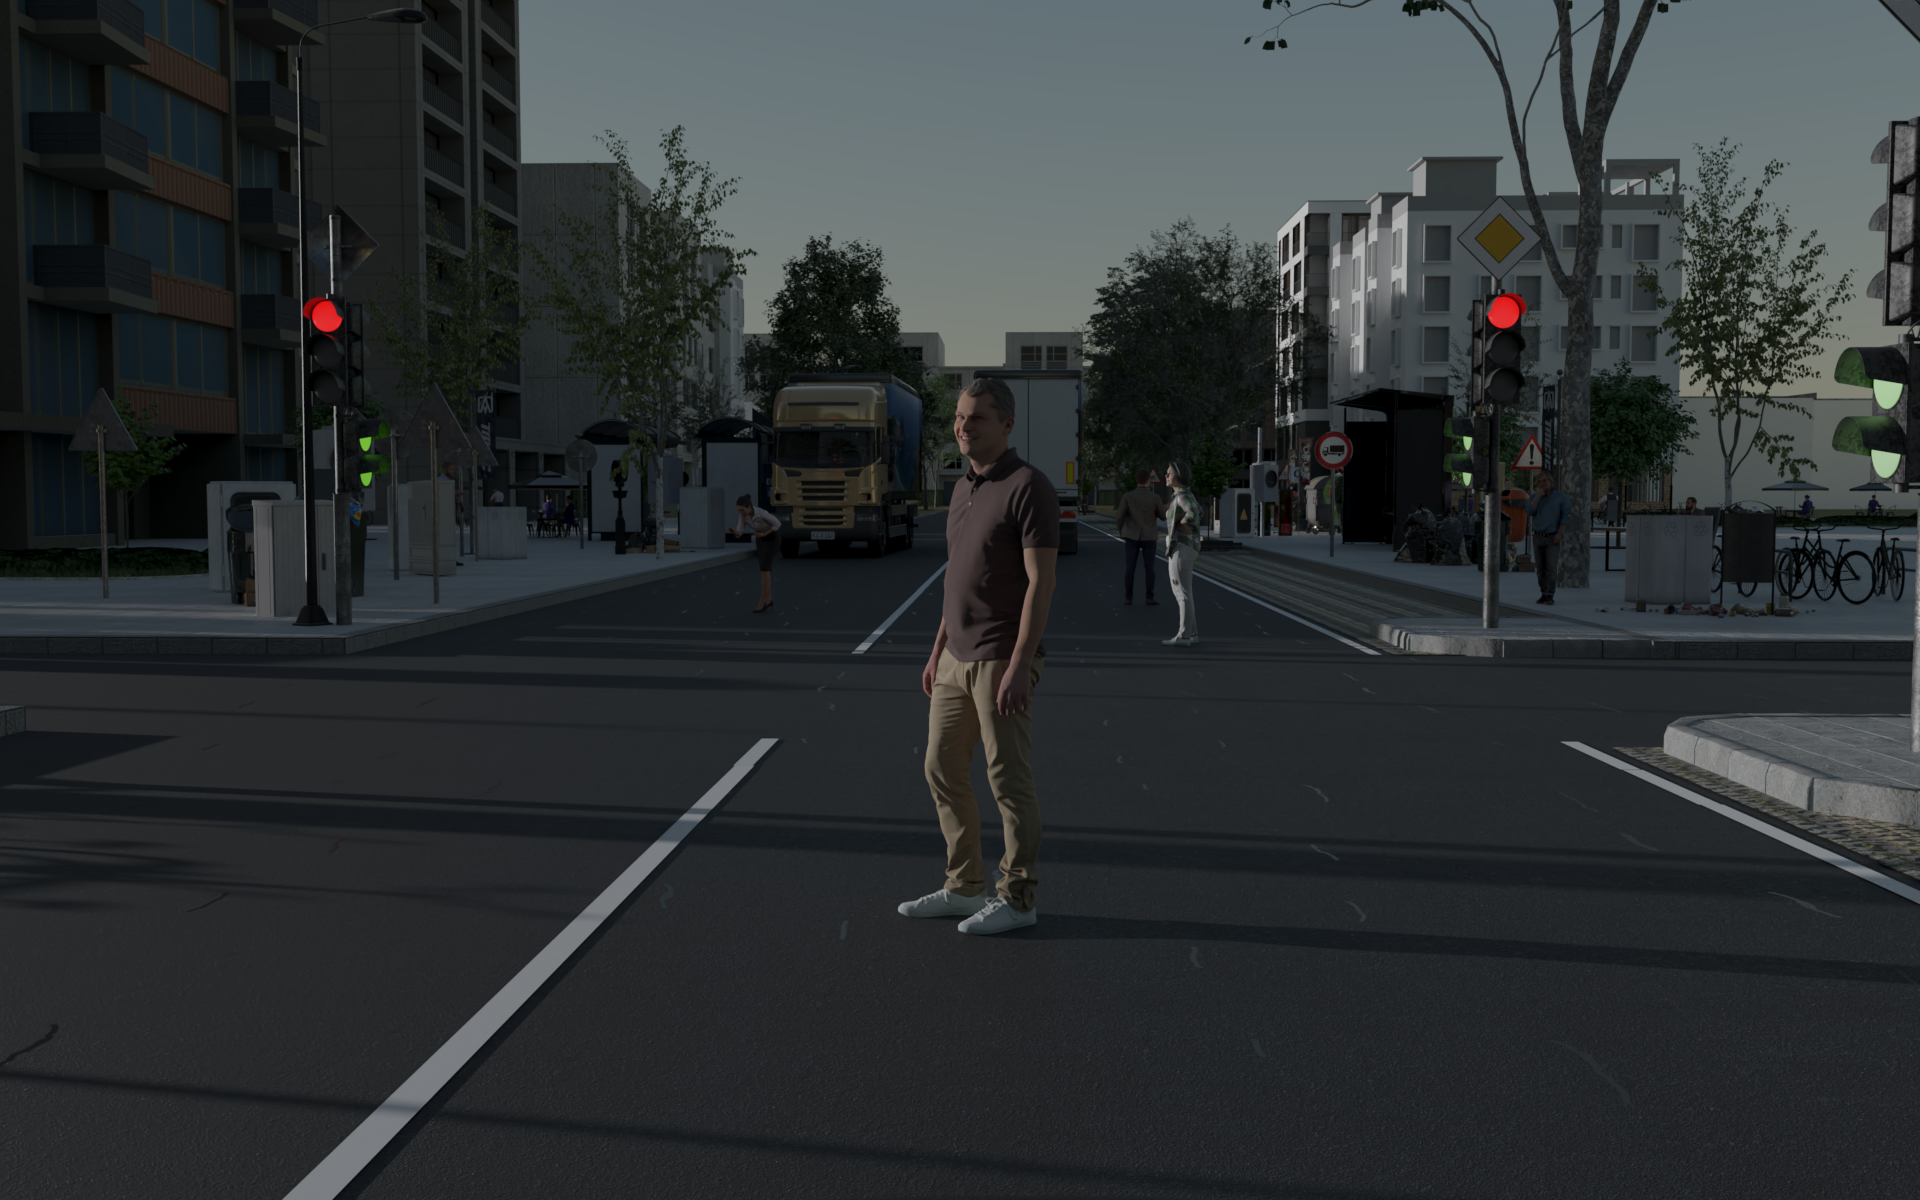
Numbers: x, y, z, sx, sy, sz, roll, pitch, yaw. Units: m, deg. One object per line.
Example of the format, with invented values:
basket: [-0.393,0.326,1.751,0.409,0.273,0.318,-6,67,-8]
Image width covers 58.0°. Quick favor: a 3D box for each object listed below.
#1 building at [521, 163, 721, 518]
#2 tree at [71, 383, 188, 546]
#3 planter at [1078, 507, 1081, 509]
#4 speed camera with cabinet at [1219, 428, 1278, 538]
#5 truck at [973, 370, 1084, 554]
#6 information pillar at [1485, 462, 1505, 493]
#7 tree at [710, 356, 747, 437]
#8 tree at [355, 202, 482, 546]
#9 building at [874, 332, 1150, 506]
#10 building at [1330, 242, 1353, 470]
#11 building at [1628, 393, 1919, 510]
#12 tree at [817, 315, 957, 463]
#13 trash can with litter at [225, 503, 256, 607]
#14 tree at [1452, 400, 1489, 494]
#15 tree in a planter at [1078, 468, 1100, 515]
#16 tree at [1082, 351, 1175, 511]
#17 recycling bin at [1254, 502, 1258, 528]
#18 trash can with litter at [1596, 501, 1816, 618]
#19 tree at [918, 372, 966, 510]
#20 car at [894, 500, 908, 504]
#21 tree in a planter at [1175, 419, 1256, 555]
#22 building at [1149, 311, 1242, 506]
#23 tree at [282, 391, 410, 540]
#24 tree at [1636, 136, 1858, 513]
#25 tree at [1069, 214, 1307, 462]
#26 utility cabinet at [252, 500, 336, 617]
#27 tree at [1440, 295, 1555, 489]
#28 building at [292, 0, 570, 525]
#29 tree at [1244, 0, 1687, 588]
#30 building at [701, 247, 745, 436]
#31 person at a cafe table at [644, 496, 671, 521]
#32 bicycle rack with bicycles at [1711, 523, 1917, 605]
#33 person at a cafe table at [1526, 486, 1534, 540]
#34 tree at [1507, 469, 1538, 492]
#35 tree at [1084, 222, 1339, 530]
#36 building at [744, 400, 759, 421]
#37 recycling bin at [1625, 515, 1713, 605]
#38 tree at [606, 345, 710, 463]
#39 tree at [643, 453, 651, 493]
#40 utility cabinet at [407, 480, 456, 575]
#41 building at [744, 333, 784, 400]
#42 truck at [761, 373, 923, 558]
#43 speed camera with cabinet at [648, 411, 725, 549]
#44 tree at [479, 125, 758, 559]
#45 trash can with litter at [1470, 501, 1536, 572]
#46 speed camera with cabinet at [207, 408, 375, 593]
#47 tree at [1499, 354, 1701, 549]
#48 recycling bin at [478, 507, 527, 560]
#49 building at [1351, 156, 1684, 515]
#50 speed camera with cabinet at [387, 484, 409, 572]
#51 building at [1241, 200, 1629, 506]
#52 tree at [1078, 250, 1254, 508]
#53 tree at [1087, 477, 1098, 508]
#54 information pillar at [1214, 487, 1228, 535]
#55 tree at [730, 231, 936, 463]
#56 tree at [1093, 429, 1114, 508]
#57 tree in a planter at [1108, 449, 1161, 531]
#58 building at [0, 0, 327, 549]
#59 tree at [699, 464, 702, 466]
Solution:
building: [-26.048,-14.817,108.711,16.747,18.905,31.486,0,4,2]
tree: [-14.724,-2.185,30.323,1.663,3.219,1.824,0,3,0]
planter: [9.489,-7.667,146.497,1.991,0.319,1.994,0,4,2]
speed camera with cabinet: [8.541,-3.473,51.115,2.038,3.252,0.660,-3,5,-41]
truck: [1.823,-3.408,44.640,2.839,4.237,11.283,0,4,3]
information pillar: [12.287,-2.161,39.819,0.304,2.012,0.304,-2,4,-34]
tree: [-12.557,-8.366,87.149,4.360,8.622,3.978,0,3,0]
tree: [-12.259,-5.634,42.471,4.737,8.622,4.395,0,3,0]
building: [5.230,-20.245,197.465,31.486,18.905,16.747,0,4,2]
building: [32.884,-15.769,114.236,16.016,20.091,11.380,0,4,2]
building: [70.745,-12.572,147.705,28.070,9.664,9.099,0,4,2]
tree: [-4.957,-9.343,87.167,8.767,10.594,7.601,0,4,7]
trash can with litter: [-8.149,-0.536,20.151,0.624,1.170,1.055,-2,4,-35]
tree: [17.229,-4.523,57.665,4.285,4.588,4.351,0,3,0]
tree in a planter: [8.561,-7.444,118.926,1.991,3.239,1.994,0,4,2]
tree: [12.247,-13.333,135.001,9.611,12.733,9.660,0,3,0]
recycling bin: [11.032,-3.234,65.425,0.722,1.027,0.722,-1,4,-16]
trash can with litter: [8.055,-0.465,18.659,2.233,1.210,1.678,1,4,21]
tree: [-2.852,-12.960,137.644,9.928,11.665,9.643,0,3,0]
car: [-2.572,-3.024,59.027,1.945,1.707,3.694,0,4,3]
tree in a planter: [5.947,-2.697,41.324,1.991,3.239,1.994,0,4,2]
building: [37.728,-21.906,202.139,32.646,21.610,27.936,0,4,2]
tree: [-17.082,-3.939,48.115,4.285,4.588,4.351,0,3,0]
tree: [16.002,-5.222,35.740,4.737,8.622,4.395,0,3,0]
tree: [9.968,-10.189,76.957,12.009,13.543,11.850,0,3,0]
utility cabinet: [-7.056,-0.452,18.546,0.306,1.237,1.020,2,4,24]
tree: [19.619,-6.879,62.831,4.360,8.622,3.978,0,3,0]
building: [-29.734,-39.239,79.802,20.563,71.187,20.611,0,4,2]
tree: [9.260,-10.306,24.393,12.611,20.169,13.585,0,3,0]
building: [-24.468,-16.792,130.976,16.016,20.091,11.380,0,4,2]
person at a cafe table: [-10.112,-2.720,55.338,1.698,1.238,1.726,-1,4,-10]
bicycle rack with bicycles: [10.692,-0.478,21.206,2.852,0.926,2.925,0,4,7]
person at a cafe table: [16.267,-2.447,48.530,1.622,1.524,1.698,2,4,29]
tree: [28.611,-5.665,87.217,1.663,3.219,1.824,0,3,0]
tree: [8.893,-7.711,60.493,8.767,10.594,7.601,1,4,13]
building: [-30.458,-12.753,150.665,28.070,9.664,9.099,0,4,2]
recycling bin: [8.352,-0.482,20.427,0.722,1.027,0.722,0,4,-8]
tree: [-14.548,-8.064,82.205,4.360,8.622,3.978,0,3,0]
tree: [-13.426,-4.955,75.622,1.663,3.219,1.824,0,3,0]
utility cabinet: [-8.354,-1.141,27.338,0.318,1.500,1.173,-3,5,-39]
building: [-26.214,-20.353,199.228,31.486,18.905,16.747,0,4,2]
truck: [-2.644,-3.280,42.543,2.839,4.237,11.283,0,4,4]
speed camera with cabinet: [-6.494,-2.859,41.082,2.038,3.252,0.660,3,4,36]
tree: [-6.159,-5.112,33.936,4.737,8.622,4.395,0,3,0]
trash can with litter: [9.018,-1.055,28.636,1.055,1.170,0.624,0,4,-5]
speed camera with cabinet: [-8.919,-1.761,23.130,2.038,3.252,0.660,-3,5,-39]
tree: [15.575,-3.486,40.709,4.285,4.588,4.351,0,3,0]
recycling bin: [-9.040,-1.320,34.139,0.722,1.027,0.722,2,4,29]
building: [32.611,-15.071,102.834,16.016,20.091,11.380,0,4,2]
speed camera with cabinet: [-9.511,-2.105,28.757,2.038,3.252,0.660,-2,4,-28]
building: [38.611,-17.901,136.654,27.936,21.610,32.646,0,4,2]
tree: [10.915,-11.212,89.968,9.857,13.997,8.962,0,3,0]
tree: [12.068,-10.385,164.395,1.663,3.219,1.824,0,3,0]
information pillar: [8.172,-3.043,54.248,0.304,2.012,0.304,-2,4,-35]
tree: [-5.504,-9.709,75.754,9.611,12.733,9.660,0,3,0]
tree: [12.508,-12.635,156.941,4.360,8.622,3.978,0,3,0]
tree in a planter: [6.861,-4.344,68.252,1.991,3.239,1.994,0,4,2]
building: [-30.328,-23.848,44.539,22.147,44.769,28.867,0,4,2]
tree: [-8.792,-4.074,61.209,1.663,3.219,1.824,0,3,0]
